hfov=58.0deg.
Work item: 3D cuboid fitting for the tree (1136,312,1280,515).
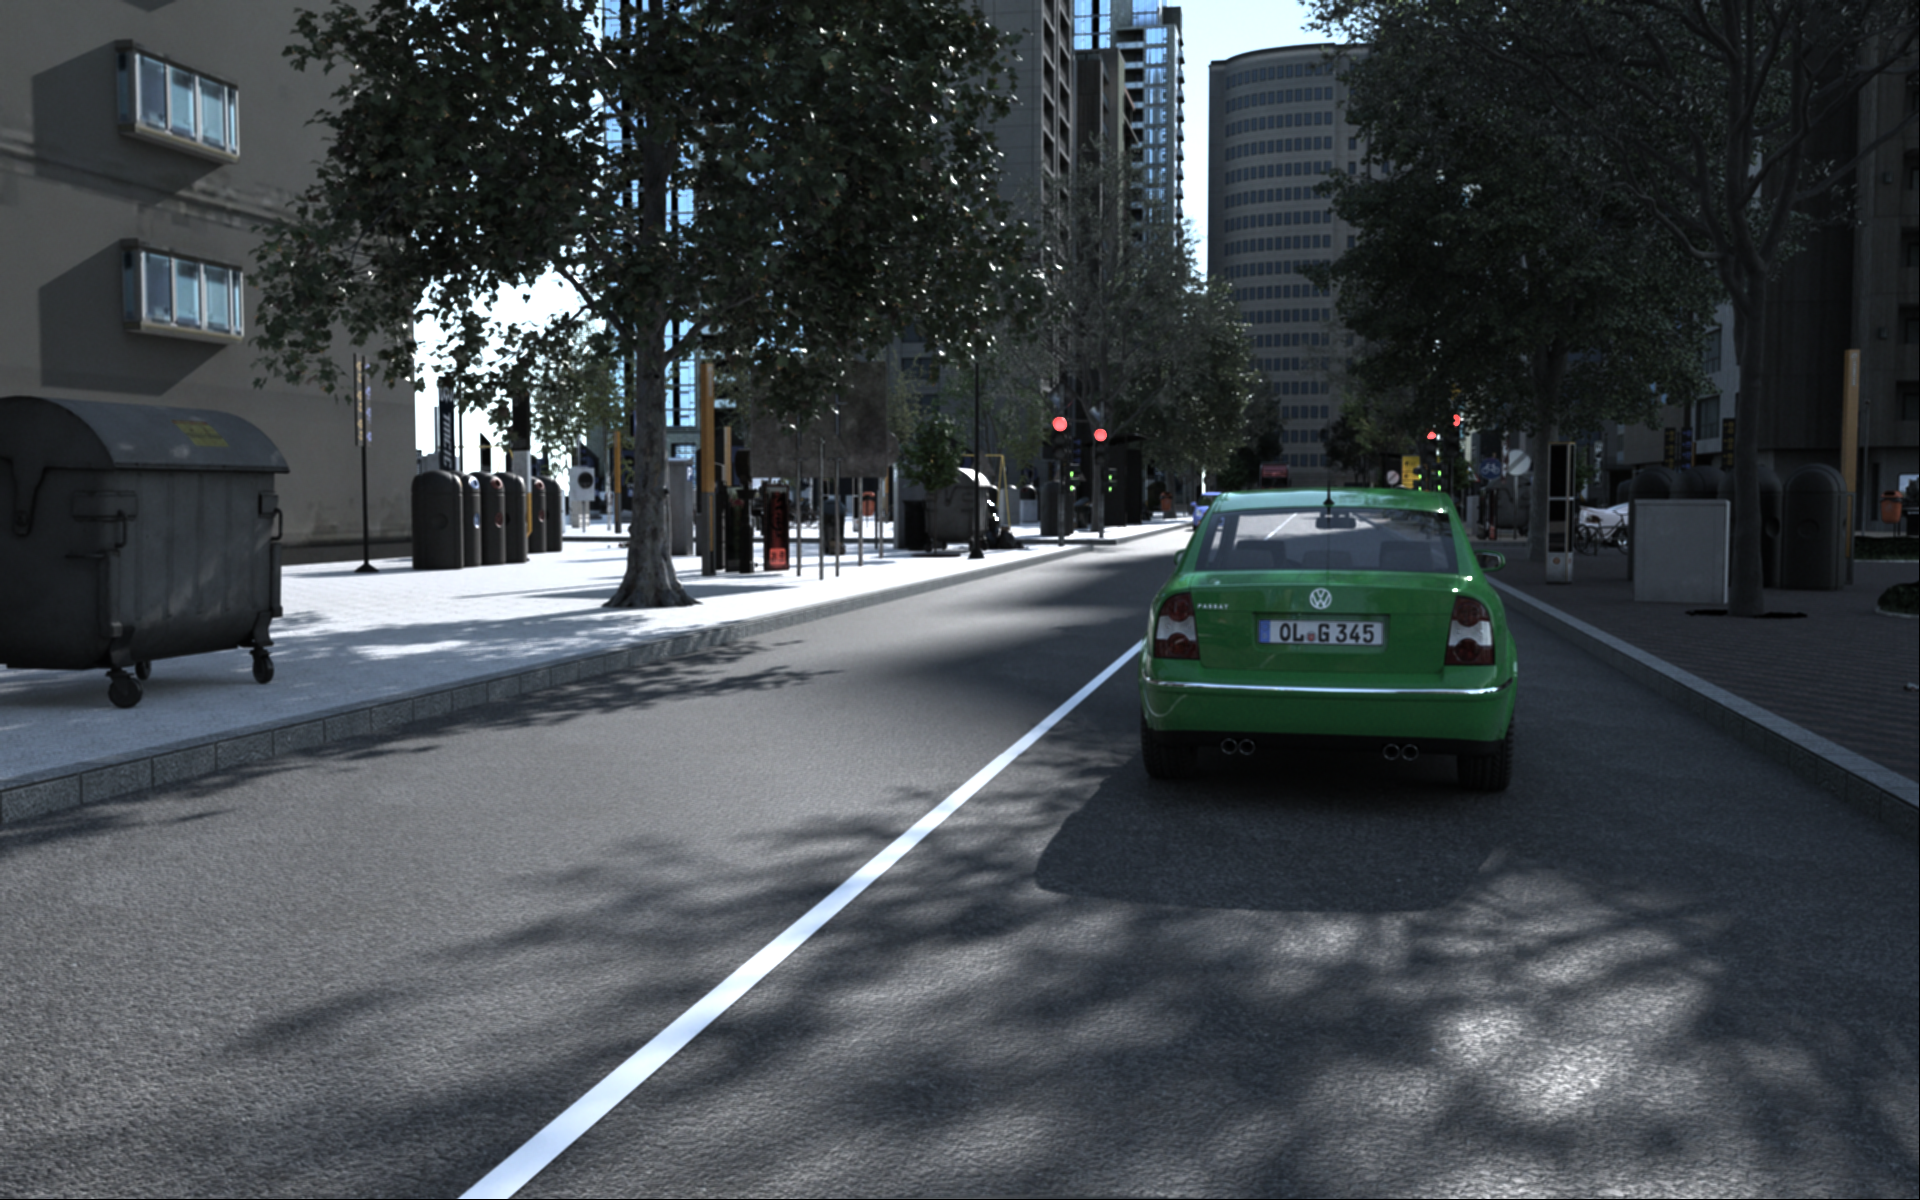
[{"bbox_3d":[13.972,-11.445,105.254,7.486,12.596,7.792,0,3,0],"label":"tree"}]

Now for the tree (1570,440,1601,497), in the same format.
[{"bbox_3d":[21.355,-4.031,60.501,1.663,3.219,1.824,0,3,0],"label":"tree"}]

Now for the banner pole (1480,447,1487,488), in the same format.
[{"bbox_3d":[27.643,-6.207,91.493,0.401,3.779,0.863,3,5,41],"label":"banner pole"}]

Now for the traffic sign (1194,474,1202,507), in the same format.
[{"bbox_3d":[15.262,-6.857,112.221,0.768,2.556,0.104,1,4,14],"label":"traffic sign"}]

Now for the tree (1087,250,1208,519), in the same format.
[{"bbox_3d":[10.788,-11.160,89.114,9.857,13.997,8.962,0,3,0],"label":"tree"}]

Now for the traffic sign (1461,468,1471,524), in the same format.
[{"bbox_3d":[17.157,-3.545,59.145,0.795,2.450,0.064,1,4,17],"label":"traffic sign"}]

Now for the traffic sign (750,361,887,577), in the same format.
[{"bbox_3d":[-2.213,-2.020,26.903,2.265,3.308,0.079,1,4,16],"label":"traffic sign"}]

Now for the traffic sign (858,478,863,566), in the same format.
[{"bbox_3d":[-1.766,-1.869,30.670,0.768,2.556,0.104,1,4,17],"label":"traffic sign"}]

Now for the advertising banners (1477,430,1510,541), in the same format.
[{"bbox_3d":[14.780,-3.168,47.987,0.090,3.025,2.074,0,4,-5],"label":"advertising banners"}]

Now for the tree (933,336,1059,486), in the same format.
[{"bbox_3d":[2.059,-10.820,102.661,9.928,11.665,9.643,0,3,0],"label":"tree"}]

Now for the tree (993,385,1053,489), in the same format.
[{"bbox_3d":[4.453,-9.945,112.963,4.737,8.622,4.395,0,3,0],"label":"tree"}]

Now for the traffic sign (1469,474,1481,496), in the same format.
[{"bbox_3d":[22.630,-4.700,76.849,0.884,2.594,0.081,1,4,13],"label":"traffic sign"}]

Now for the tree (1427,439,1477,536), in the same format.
[{"bbox_3d":[14.904,-3.567,52.916,1.663,3.219,1.824,0,3,0],"label":"tree"}]

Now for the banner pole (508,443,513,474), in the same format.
[{"bbox_3d":[-16.562,-4.589,65.048,0.863,3.779,0.401,-1,4,-12],"label":"banner pole"}]

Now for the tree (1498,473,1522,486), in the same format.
[{"bbox_3d":[25.289,-5.170,79.132,1.663,3.219,1.824,0,3,0],"label":"tree"}]

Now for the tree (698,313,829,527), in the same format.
[{"bbox_3d":[-6.857,-6.583,57.987,4.360,8.622,3.978,0,3,0],"label":"tree"}]

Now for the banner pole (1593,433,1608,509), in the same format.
[{"bbox_3d":[26.277,-4.954,71.023,0.401,3.779,0.863,-2,4,-24],"label":"banner pole"}]

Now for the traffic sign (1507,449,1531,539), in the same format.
[{"bbox_3d":[15.725,-2.990,48.987,0.768,2.556,0.104,1,4,18],"label":"traffic sign"}]

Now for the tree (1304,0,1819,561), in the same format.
[{"bbox_3d":[11.164,-7.731,33.054,9.857,13.997,8.962,0,3,0],"label":"tree"}]

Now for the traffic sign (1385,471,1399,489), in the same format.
[{"bbox_3d":[23.356,-5.721,93.641,0.768,2.556,0.104,1,4,19],"label":"traffic sign"}]

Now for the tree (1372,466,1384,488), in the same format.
[{"bbox_3d":[26.360,-6.942,108.110,1.663,3.219,1.824,0,3,0],"label":"tree"}]

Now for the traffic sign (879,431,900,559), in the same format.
[{"bbox_3d":[-1.569,-2.095,34.354,0.768,2.556,0.104,1,4,20],"label":"traffic sign"}]

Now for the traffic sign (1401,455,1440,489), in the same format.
[{"bbox_3d":[24.183,-5.902,90.373,2.265,3.308,0.079,1,4,19],"label":"traffic sign"}]

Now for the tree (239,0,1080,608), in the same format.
[{"bbox_3d":[-3.444,-6.274,19.590,9.611,12.733,9.660,0,3,0],"label":"tree"}]

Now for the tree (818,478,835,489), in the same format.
[{"bbox_3d":[-7.223,-9.036,98.093,4.737,8.622,4.395,0,3,0],"label":"tree"}]

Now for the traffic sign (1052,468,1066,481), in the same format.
[{"bbox_3d":[4.177,-4.307,70.421,0.884,2.594,0.081,1,4,18],"label":"traffic sign"}]

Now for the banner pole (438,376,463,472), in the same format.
[{"bbox_3d":[-9.527,-2.602,32.560,0.401,3.779,0.863,1,4,23],"label":"banner pole"}]

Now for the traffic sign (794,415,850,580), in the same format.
[{"bbox_3d":[-2.068,-1.577,25.789,0.884,2.594,0.081,1,4,18],"label":"traffic sign"}]

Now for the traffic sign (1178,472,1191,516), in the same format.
[{"bbox_3d":[12.897,-6.079,99.492,0.768,2.556,0.104,1,4,21],"label":"traffic sign"}]

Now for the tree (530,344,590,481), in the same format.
[{"bbox_3d":[-18.445,-7.844,78.619,4.360,8.622,3.978,0,3,0],"label":"tree"}]

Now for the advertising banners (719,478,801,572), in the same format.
[{"bbox_3d":[-3.111,-2.009,29.037,2.074,3.025,0.090,-3,4,-38],"label":"advertising banners"}]

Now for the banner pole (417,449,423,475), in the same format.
[{"bbox_3d":[-26.842,-5.824,85.236,0.863,3.779,0.401,-2,4,-27],"label":"banner pole"}]

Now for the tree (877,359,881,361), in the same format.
[{"bbox_3d":[-6.256,-7.536,73.571,4.360,8.622,3.978,0,3,0],"label":"tree"}]

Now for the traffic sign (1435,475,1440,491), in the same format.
[{"bbox_3d":[22.341,-4.851,81.442,0.606,2.300,0.079,1,4,14],"label":"traffic sign"}]

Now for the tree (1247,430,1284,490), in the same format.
[{"bbox_3d":[31.451,-15.482,187.540,8.767,10.594,7.601,3,4,36],"label":"tree"}]

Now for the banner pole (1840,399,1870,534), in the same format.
[{"bbox_3d":[23.769,-3.421,45.958,0.863,3.779,0.401,3,5,44],"label":"banner pole"}]

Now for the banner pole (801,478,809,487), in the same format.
[{"bbox_3d":[-7.160,-5.426,78.729,0.863,3.779,0.401,-3,5,-43],"label":"banner pole"}]

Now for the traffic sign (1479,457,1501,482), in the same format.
[{"bbox_3d":[18.429,-3.675,60.195,0.768,2.556,0.104,1,4,21],"label":"traffic sign"}]

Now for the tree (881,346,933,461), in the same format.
[{"bbox_3d":[-3.098,-8.243,85.131,4.360,8.622,3.978,0,3,0],"label":"tree"}]

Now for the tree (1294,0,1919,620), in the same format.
[{"bbox_3d":[8.242,-6.580,17.953,12.009,13.543,11.850,0,3,0],"label":"tree"}]

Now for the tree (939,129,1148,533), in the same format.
[{"bbox_3d":[4.647,-9.021,57.864,12.009,13.543,11.850,0,3,0],"label":"tree"}]

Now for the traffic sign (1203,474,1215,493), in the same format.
[{"bbox_3d":[15.994,-6.801,111.302,0.768,2.556,0.104,1,4,14],"label":"traffic sign"}]

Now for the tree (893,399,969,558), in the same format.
[{"bbox_3d":[-0.640,-2.496,35.407,1.663,3.219,1.824,0,3,0],"label":"tree"}]

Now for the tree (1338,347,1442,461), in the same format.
[{"bbox_3d":[29.112,-11.659,116.380,9.928,11.665,9.643,0,3,0],"label":"tree"}]

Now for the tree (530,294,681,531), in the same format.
[{"bbox_3d":[-12.082,-6.737,60.512,4.737,8.622,4.395,0,3,0],"label":"tree"}]

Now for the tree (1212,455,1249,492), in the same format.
[{"bbox_3d":[21.542,-9.418,137.697,4.285,4.588,4.351,0,3,0],"label":"tree"}]
